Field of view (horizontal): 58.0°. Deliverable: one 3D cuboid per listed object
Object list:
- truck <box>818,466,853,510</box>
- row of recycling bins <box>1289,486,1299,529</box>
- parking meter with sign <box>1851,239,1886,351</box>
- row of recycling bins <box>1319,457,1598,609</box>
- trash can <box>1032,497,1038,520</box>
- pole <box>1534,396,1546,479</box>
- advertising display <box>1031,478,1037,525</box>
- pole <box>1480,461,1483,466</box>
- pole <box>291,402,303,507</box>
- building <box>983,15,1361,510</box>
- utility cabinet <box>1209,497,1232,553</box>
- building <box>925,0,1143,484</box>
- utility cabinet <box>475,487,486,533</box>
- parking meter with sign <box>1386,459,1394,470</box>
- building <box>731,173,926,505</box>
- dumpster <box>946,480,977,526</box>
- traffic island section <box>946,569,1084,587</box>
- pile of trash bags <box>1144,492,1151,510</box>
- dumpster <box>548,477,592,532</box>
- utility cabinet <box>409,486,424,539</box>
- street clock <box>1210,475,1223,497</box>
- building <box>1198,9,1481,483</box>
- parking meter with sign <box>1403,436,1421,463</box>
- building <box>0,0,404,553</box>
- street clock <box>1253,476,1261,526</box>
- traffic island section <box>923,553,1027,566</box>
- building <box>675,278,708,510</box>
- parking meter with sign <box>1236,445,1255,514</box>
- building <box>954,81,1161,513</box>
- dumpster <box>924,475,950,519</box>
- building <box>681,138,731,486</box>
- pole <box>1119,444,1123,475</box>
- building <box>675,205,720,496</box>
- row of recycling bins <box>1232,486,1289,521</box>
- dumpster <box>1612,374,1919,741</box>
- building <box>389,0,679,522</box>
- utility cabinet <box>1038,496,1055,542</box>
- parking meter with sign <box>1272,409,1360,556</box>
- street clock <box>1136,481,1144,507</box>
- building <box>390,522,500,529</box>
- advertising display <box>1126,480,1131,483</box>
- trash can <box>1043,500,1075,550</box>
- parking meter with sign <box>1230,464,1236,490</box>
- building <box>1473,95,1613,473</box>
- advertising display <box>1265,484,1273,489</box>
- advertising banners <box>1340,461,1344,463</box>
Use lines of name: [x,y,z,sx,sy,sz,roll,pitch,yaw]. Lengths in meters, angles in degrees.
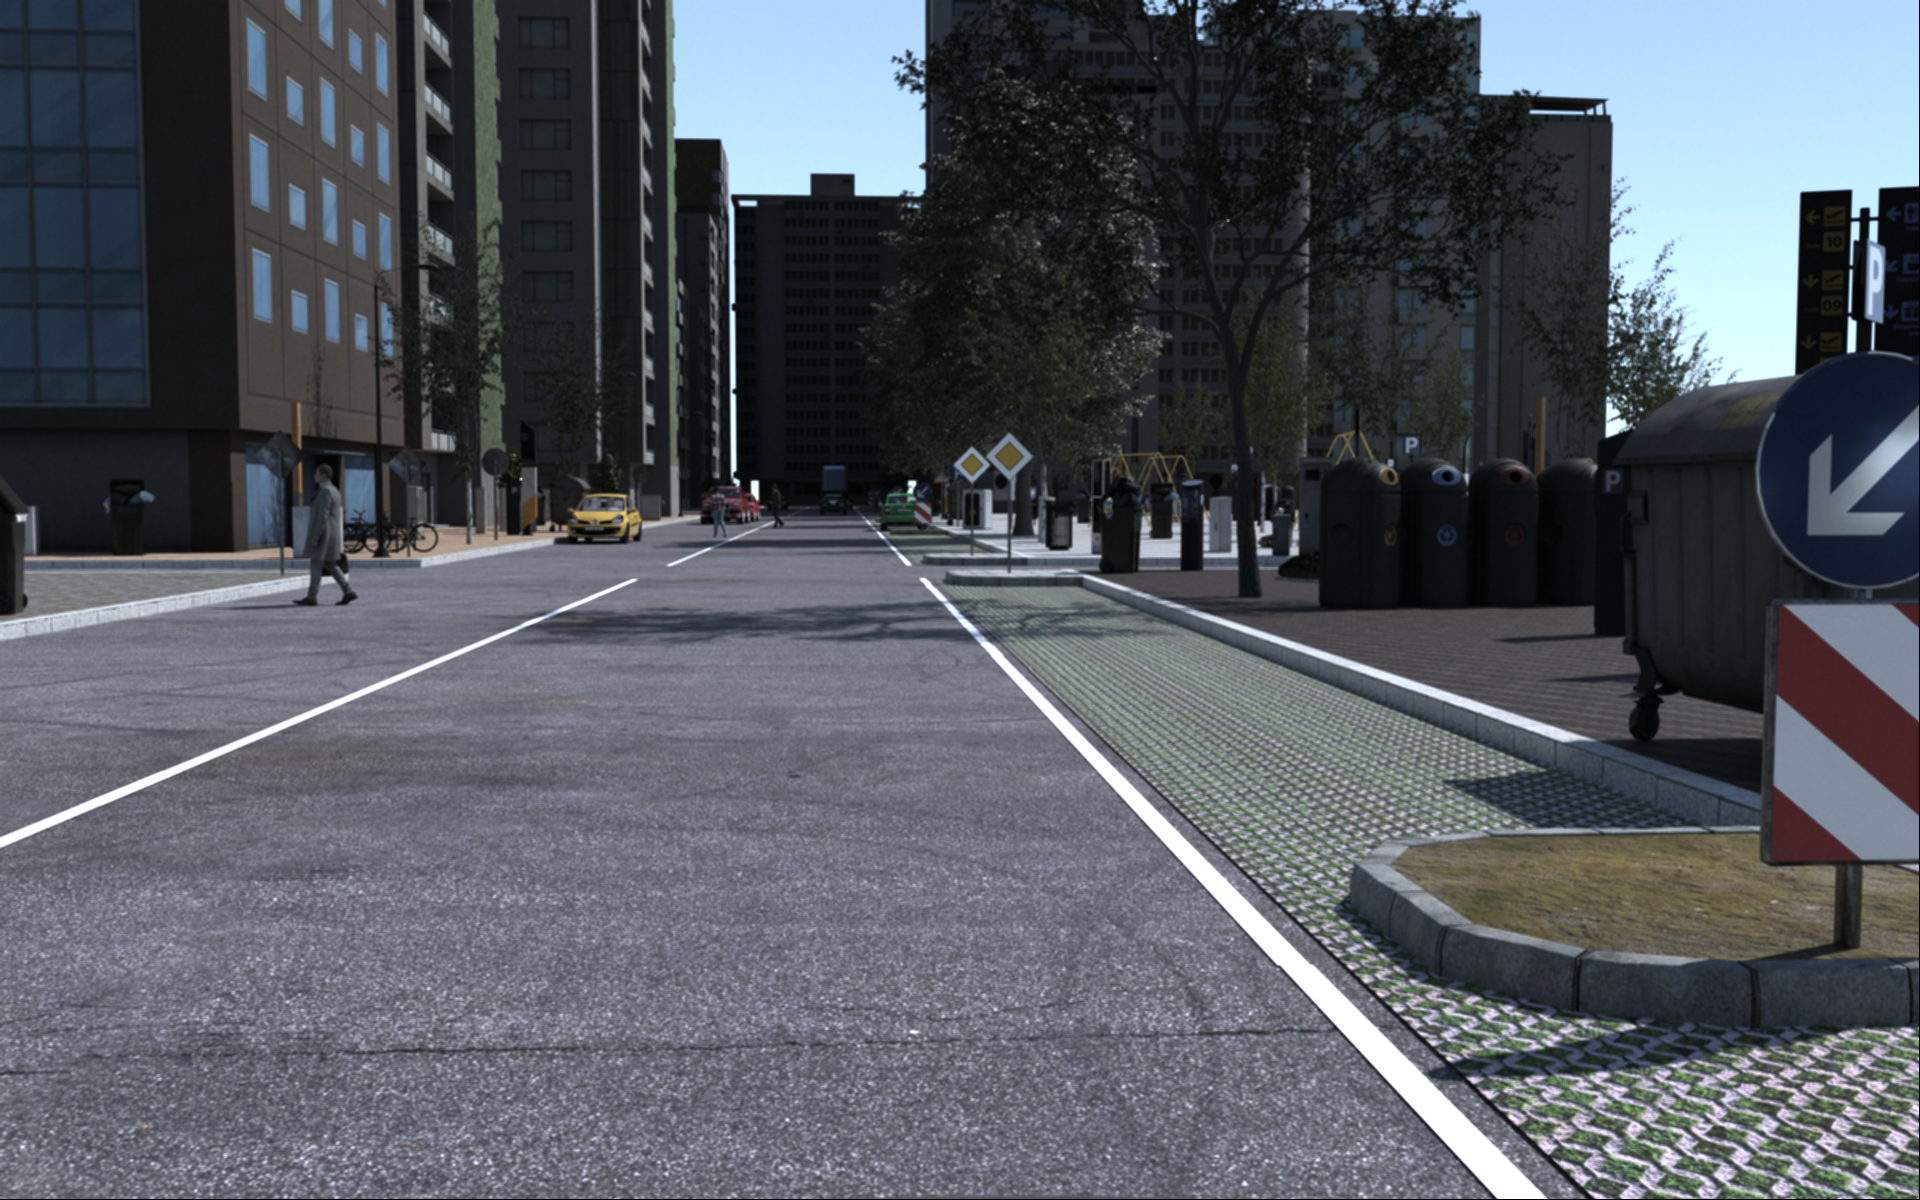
truck: [-11.348,-10.309,158.309,2.967,4.110,18.799,0,4,-6]
row of recycling bins: [13.692,-3.356,61.978,3.534,1.692,1.069,-1,4,-21]
parking meter with sign: [6.945,-0.937,11.578,1.738,3.016,0.543,3,5,40]
row of recycling bins: [5.826,-0.787,19.976,3.534,1.692,1.069,-1,4,-13]
trash can: [3.645,-4.634,87.422,0.748,1.137,0.748,0,3,0]
pole: [12.118,-2.592,36.223,0.158,3.312,0.155,0,3,0]
advertising display: [2.731,-4.018,70.914,0.974,1.923,0.123,-3,4,-36]
pole: [32.374,-6.962,107.671,0.158,3.312,0.155,0,3,0]
pole: [-14.758,-2.735,38.566,0.158,3.312,0.155,0,3,0]
building: [14.237,-27.698,144.746,32.217,40.220,23.993,0,4,-4]
utility cabinet: [5.770,-1.668,38.430,0.306,1.237,1.020,0,4,-4]
building: [7.098,-38.398,169.813,21.231,58.520,28.212,0,4,-4]
utility cabinet: [-15.665,-2.929,56.571,0.318,1.500,1.173,-1,4,-13]
parking meter with sign: [20.855,-5.531,86.699,0.543,3.016,1.738,-3,4,-36]
building: [-15.608,-31.856,212.723,23.993,40.220,32.217,0,4,-4]
dumpster: [0.098,-3.982,70.860,1.264,1.857,1.865,0,4,-4]
traffic island section: [0.818,-0.354,28.077,2.009,0.180,2.903,0,4,-4]
pile of trash bags: [10.602,-4.781,87.928,1.912,1.369,3.447,-3,4,-38]
dumpster: [-13.339,-3.268,59.188,1.264,1.857,1.865,0,4,-4]
utility cabinet: [-15.391,-2.465,48.975,0.318,1.500,1.173,-1,4,-9]
street clock: [9.653,-3.713,65.280,0.471,2.002,0.358,0,4,7]
building: [36.075,-33.953,174.746,30.456,49.044,23.786,0,4,-4]
parking meter with sign: [14.128,-3.460,52.839,0.543,3.016,1.738,3,5,39]
building: [-22.962,-24.022,42.873,14.600,45.320,14.200,0,4,-4]
street clock: [12.001,-3.951,69.168,0.358,2.002,0.471,0,4,-2]
traffic island section: [0.270,-0.842,36.043,2.009,0.180,2.903,0,4,-4]
building: [-37.230,-18.786,152.192,27.650,21.520,28.899,0,4,-4]
parking meter with sign: [10.323,-4.032,62.184,0.543,3.016,1.738,1,4,11]
building: [6.424,-21.621,125.207,14.160,30.474,14.107,0,4,-4]
dumpster: [-1.262,-5.278,88.790,1.502,2.255,1.985,0,4,-4]
building: [-34.152,-31.710,202.058,14.086,41.232,14.154,0,4,-4]
pole: [6.486,-4.654,69.933,0.158,3.312,0.155,0,3,0]
building: [-31.554,-24.655,174.811,14.107,30.474,14.160,0,4,-4]
row of recycling bins: [14.701,-4.670,83.471,3.534,1.692,1.069,-2,4,-29]
dumpster: [4.111,-0.155,8.288,1.264,1.857,1.865,0,4,-4]
building: [-23.083,-25.078,93.614,14.154,41.232,14.086,0,4,-4]
utility cabinet: [2.330,-2.151,46.323,0.306,1.237,1.020,1,4,13]
parking meter with sign: [7.367,-2.422,35.861,1.738,3.016,0.543,1,4,14]
street clock: [9.821,-5.504,94.563,0.358,2.002,0.471,-2,4,-31]
building: [-25.763,-23.325,64.960,14.154,41.232,14.086,0,4,-4]
advertising display: [7.625,-4.538,79.402,0.123,1.923,0.974,-1,4,-18]
trash can: [2.268,-1.713,39.655,0.748,1.137,0.748,0,3,0]
parking meter with sign: [16.318,-6.383,100.623,0.543,3.016,1.738,-1,4,-19]
building: [58.184,-30.433,181.173,14.086,41.232,14.154,0,4,-4]
advertising display: [19.605,-6.489,111.308,0.974,1.923,0.123,0,4,-8]
advertising banners: [20.375,-5.772,90.568,0.090,3.025,2.074,-1,4,-18]
